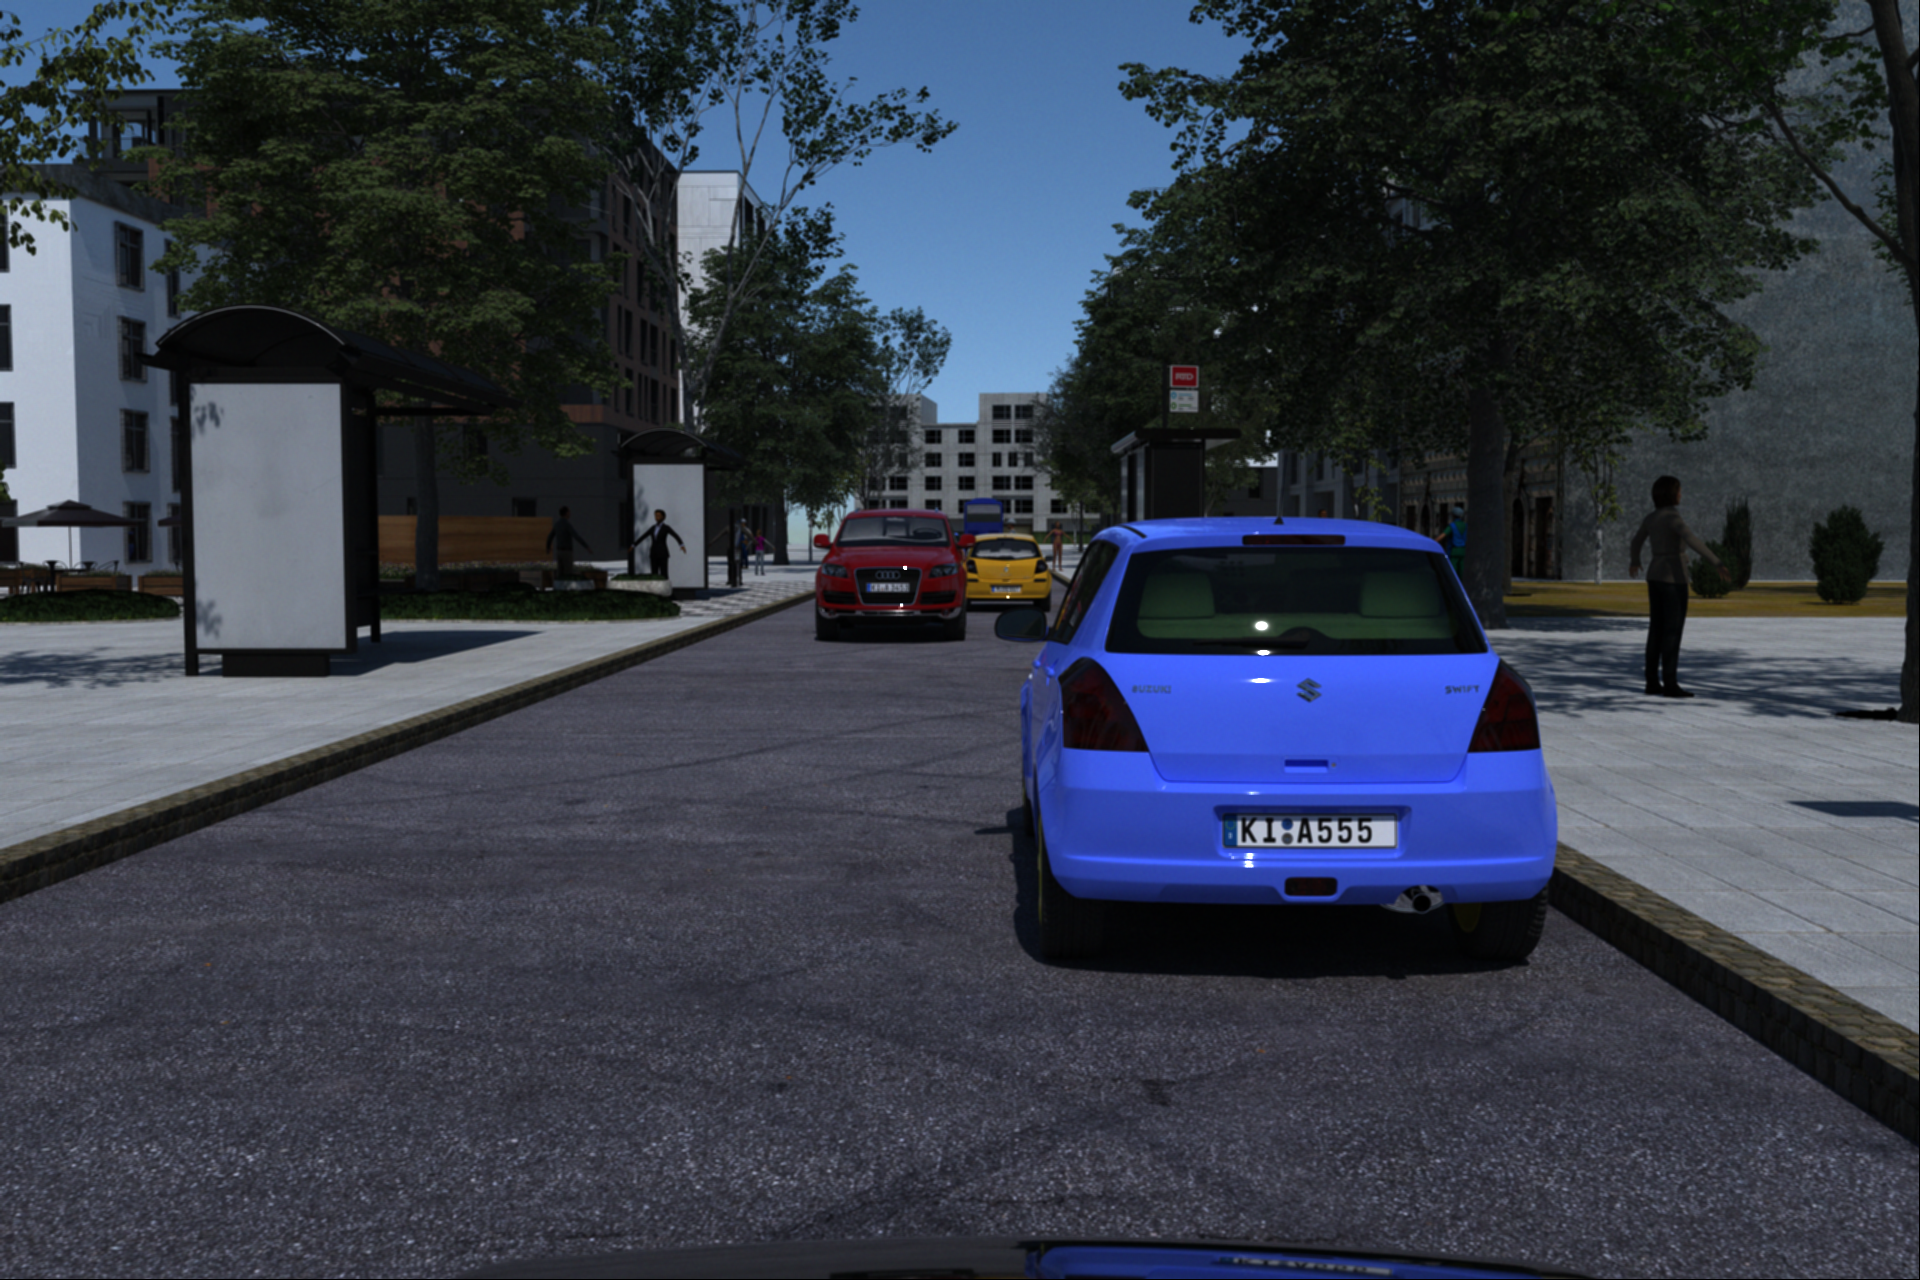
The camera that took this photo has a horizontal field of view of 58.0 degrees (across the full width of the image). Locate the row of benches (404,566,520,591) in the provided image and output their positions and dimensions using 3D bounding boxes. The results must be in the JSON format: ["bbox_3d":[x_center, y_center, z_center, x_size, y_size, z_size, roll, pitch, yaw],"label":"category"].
[{"bbox_3d":[-9.236,-1.025,32.216,1.422,0.672,4.104,0,4,7],"label":"row of benches"}]

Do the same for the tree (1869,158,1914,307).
[{"bbox_3d":[21.064,-6.529,32.508,9.928,11.665,9.643,0,3,0],"label":"tree"}]

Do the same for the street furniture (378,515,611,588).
[{"bbox_3d":[-13.539,-2.192,42.698,11.010,1.723,9.812,1,4,23],"label":"street furniture"}]

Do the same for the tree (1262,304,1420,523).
[{"bbox_3d":[10.431,-5.855,46.084,4.737,8.622,4.395,0,3,0],"label":"tree"}]

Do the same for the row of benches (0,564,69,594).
[{"bbox_3d":[-20.143,-1.241,35.758,1.422,0.672,4.104,1,4,13],"label":"row of benches"}]

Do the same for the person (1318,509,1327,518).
[{"bbox_3d":[7.608,-1.842,36.345,1.346,1.802,0.704,-1,4,-16],"label":"person"}]

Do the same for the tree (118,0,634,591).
[{"bbox_3d":[-8.534,-6.603,26.093,7.486,12.596,7.792,0,3,0],"label":"tree"}]

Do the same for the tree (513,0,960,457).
[{"bbox_3d":[-6.907,-11.857,49.754,12.611,20.169,13.585,0,3,0],"label":"tree"}]

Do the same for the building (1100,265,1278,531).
[{"bbox_3d":[25.765,-18.600,148.078,27.936,21.610,32.646,0,4,1],"label":"building"}]

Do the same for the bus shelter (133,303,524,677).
[{"bbox_3d":[-6.214,-1.471,17.980,2.014,3.302,5.546,0,3,0],"label":"bus shelter"}]

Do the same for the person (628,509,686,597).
[{"bbox_3d":[-5.635,-1.562,32.263,1.216,1.740,0.721,1,4,20],"label":"person"}]

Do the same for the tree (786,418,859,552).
[{"bbox_3d":[-6.686,-8.624,91.361,4.360,8.622,3.978,0,3,0],"label":"tree"}]

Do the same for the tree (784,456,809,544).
[{"bbox_3d":[-22.620,-19.205,224.365,12.009,13.543,11.850,0,3,0],"label":"tree"}]

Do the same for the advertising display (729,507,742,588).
[{"bbox_3d":[-5.426,-2.243,41.884,0.123,1.923,0.974,0,4,3],"label":"advertising display"}]

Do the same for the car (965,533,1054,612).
[{"bbox_3d":[0.833,-1.413,33.327,2.015,1.641,3.980,0,3,0],"label":"car"}]

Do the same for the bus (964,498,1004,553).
[{"bbox_3d":[1.622,-7.727,117.889,2.896,3.916,12.251,0,4,1],"label":"bus"}]

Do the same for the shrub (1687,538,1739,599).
[{"bbox_3d":[15.000,-1.432,34.537,1.383,1.207,1.383,0,3,0],"label":"shrub"}]

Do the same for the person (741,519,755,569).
[{"bbox_3d":[-8.008,-3.551,63.917,1.347,1.847,0.705,3,4,37],"label":"person"}]

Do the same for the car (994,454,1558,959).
[{"bbox_3d":[1.112,0.150,7.142,1.945,1.707,3.694,0,4,1],"label":"car"}]

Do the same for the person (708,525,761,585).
[{"bbox_3d":[-5.699,-2.302,43.768,1.348,1.813,0.705,0,4,-3],"label":"person"}]

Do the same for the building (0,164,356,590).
[{"bbox_3d":[-24.428,-6.813,53.535,9.099,9.664,28.070,0,4,1],"label":"building"}]

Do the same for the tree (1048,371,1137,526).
[{"bbox_3d":[8.393,-9.884,96.020,8.767,10.594,7.601,3,4,38],"label":"tree"}]

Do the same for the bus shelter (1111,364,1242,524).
[{"bbox_3d":[4.568,-3.727,38.575,2.179,5.291,8.768,0,4,0],"label":"bus shelter"}]

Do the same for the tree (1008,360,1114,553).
[{"bbox_3d":[8.405,-12.762,119.036,12.009,13.543,11.850,0,3,0],"label":"tree"}]

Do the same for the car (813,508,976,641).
[{"bbox_3d":[-0.914,-0.999,25.000,2.281,1.827,5.304,0,4,0],"label":"car"}]

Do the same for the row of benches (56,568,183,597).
[{"bbox_3d":[-13.898,-0.943,30.883,4.104,0.672,1.422,0,4,-1],"label":"row of benches"}]

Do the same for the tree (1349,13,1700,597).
[{"bbox_3d":[11.261,-6.711,35.488,9.928,11.665,9.643,0,3,0],"label":"tree"}]

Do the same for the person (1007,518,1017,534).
[{"bbox_3d":[1.338,-2.296,45.849,0.705,1.847,1.347,1,4,17],"label":"person"}]

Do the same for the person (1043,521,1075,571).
[{"bbox_3d":[3.424,-3.269,60.248,1.217,1.733,0.721,-1,4,-22],"label":"person"}]

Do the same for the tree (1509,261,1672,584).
[{"bbox_3d":[16.052,-5.719,43.873,4.737,8.622,4.395,0,3,0],"label":"tree"}]

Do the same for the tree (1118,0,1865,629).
[{"bbox_3d":[7.020,-7.132,23.260,9.857,13.997,8.962,0,3,0],"label":"tree"}]

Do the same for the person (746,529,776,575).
[{"bbox_3d":[-6.215,-2.729,53.886,0.991,1.433,0.599,1,4,14],"label":"person"}]

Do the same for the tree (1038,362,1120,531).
[{"bbox_3d":[8.611,-11.555,107.055,7.486,12.596,7.792,0,3,0],"label":"tree"}]

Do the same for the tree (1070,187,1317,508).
[{"bbox_3d":[8.154,-9.565,63.039,9.857,13.997,8.962,0,3,0],"label":"tree"}]

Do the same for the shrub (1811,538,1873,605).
[{"bbox_3d":[16.022,-1.245,31.470,1.383,1.207,1.383,0,3,0],"label":"shrub"}]

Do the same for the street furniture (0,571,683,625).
[{"bbox_3d":[-9.254,-0.703,27.117,10.072,0.657,5.734,0,4,1],"label":"street furniture"}]

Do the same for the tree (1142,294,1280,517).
[{"bbox_3d":[7.401,-6.335,53.945,4.360,8.622,3.978,0,3,0],"label":"tree"}]

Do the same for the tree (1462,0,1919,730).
[{"bbox_3d":[6.516,-5.250,11.588,9.928,11.665,9.643,0,3,0],"label":"tree"}]

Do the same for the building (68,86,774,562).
[{"bbox_3d":[-26.443,-15.410,95.936,27.936,21.610,32.646,0,4,2],"label":"building"}]

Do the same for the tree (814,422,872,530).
[{"bbox_3d":[-7.030,-9.253,101.641,4.737,8.622,4.395,0,3,0],"label":"tree"}]

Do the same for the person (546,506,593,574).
[{"bbox_3d":[-7.295,-1.579,32.086,1.348,1.796,0.705,3,5,40],"label":"person"}]

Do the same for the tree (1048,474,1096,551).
[{"bbox_3d":[8.647,-10.982,129.922,4.737,8.622,4.395,0,3,0],"label":"tree"}]

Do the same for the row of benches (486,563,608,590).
[{"bbox_3d":[-8.610,-1.247,35.858,1.422,0.672,4.104,-3,5,-44],"label":"row of benches"}]

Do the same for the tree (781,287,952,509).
[{"bbox_3d":[-7.329,-16.975,133.434,12.611,20.169,13.585,0,3,0],"label":"tree"}]

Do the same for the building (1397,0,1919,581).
[{"bbox_3d":[25.784,-13.760,55.906,19.493,23.208,18.063,0,4,0],"label":"building"}]

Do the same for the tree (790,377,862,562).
[{"bbox_3d":[-6.763,-7.982,80.875,4.737,8.622,4.395,0,3,0],"label":"tree"}]

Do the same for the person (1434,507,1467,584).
[{"bbox_3d":[9.860,-1.733,34.460,1.347,1.817,0.704,-2,4,-24],"label":"person"}]

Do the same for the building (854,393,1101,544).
[{"bbox_3d":[3.286,-21.716,223.968,31.486,18.905,16.747,0,4,6],"label":"building"}]

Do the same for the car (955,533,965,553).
[{"bbox_3d":[-0.626,-4.005,75.077,1.945,1.707,3.694,0,4,1],"label":"car"}]

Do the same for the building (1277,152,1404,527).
[{"bbox_3d":[26.016,-13.116,80.905,16.747,18.905,31.486,0,4,0],"label":"building"}]

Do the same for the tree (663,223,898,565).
[{"bbox_3d":[-7.403,-10.048,70.948,9.857,13.997,8.962,0,3,0],"label":"tree"}]

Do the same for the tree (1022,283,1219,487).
[{"bbox_3d":[8.087,-10.586,83.453,12.009,13.543,11.850,0,3,0],"label":"tree"}]

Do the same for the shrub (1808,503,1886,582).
[{"bbox_3d":[21.064,-2.248,41.180,1.690,2.028,1.600,0,3,0],"label":"shrub"}]

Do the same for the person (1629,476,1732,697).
[{"bbox_3d":[5.670,-0.426,13.727,0.721,1.744,1.215,-1,4,-13],"label":"person"}]

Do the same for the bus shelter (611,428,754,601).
[{"bbox_3d":[-5.606,-2.558,35.749,2.014,3.302,5.546,0,4,1],"label":"bus shelter"}]

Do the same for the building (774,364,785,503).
[{"bbox_3d":[-24.718,-19.834,180.708,16.016,20.090,11.380,0,4,1],"label":"building"}]

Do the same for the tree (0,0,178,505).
[{"bbox_3d":[-8.321,-3.821,12.840,4.737,8.622,4.395,0,3,0],"label":"tree"}]

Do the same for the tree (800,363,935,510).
[{"bbox_3d":[-6.652,-12.864,120.702,12.009,13.543,11.850,0,3,0],"label":"tree"}]
